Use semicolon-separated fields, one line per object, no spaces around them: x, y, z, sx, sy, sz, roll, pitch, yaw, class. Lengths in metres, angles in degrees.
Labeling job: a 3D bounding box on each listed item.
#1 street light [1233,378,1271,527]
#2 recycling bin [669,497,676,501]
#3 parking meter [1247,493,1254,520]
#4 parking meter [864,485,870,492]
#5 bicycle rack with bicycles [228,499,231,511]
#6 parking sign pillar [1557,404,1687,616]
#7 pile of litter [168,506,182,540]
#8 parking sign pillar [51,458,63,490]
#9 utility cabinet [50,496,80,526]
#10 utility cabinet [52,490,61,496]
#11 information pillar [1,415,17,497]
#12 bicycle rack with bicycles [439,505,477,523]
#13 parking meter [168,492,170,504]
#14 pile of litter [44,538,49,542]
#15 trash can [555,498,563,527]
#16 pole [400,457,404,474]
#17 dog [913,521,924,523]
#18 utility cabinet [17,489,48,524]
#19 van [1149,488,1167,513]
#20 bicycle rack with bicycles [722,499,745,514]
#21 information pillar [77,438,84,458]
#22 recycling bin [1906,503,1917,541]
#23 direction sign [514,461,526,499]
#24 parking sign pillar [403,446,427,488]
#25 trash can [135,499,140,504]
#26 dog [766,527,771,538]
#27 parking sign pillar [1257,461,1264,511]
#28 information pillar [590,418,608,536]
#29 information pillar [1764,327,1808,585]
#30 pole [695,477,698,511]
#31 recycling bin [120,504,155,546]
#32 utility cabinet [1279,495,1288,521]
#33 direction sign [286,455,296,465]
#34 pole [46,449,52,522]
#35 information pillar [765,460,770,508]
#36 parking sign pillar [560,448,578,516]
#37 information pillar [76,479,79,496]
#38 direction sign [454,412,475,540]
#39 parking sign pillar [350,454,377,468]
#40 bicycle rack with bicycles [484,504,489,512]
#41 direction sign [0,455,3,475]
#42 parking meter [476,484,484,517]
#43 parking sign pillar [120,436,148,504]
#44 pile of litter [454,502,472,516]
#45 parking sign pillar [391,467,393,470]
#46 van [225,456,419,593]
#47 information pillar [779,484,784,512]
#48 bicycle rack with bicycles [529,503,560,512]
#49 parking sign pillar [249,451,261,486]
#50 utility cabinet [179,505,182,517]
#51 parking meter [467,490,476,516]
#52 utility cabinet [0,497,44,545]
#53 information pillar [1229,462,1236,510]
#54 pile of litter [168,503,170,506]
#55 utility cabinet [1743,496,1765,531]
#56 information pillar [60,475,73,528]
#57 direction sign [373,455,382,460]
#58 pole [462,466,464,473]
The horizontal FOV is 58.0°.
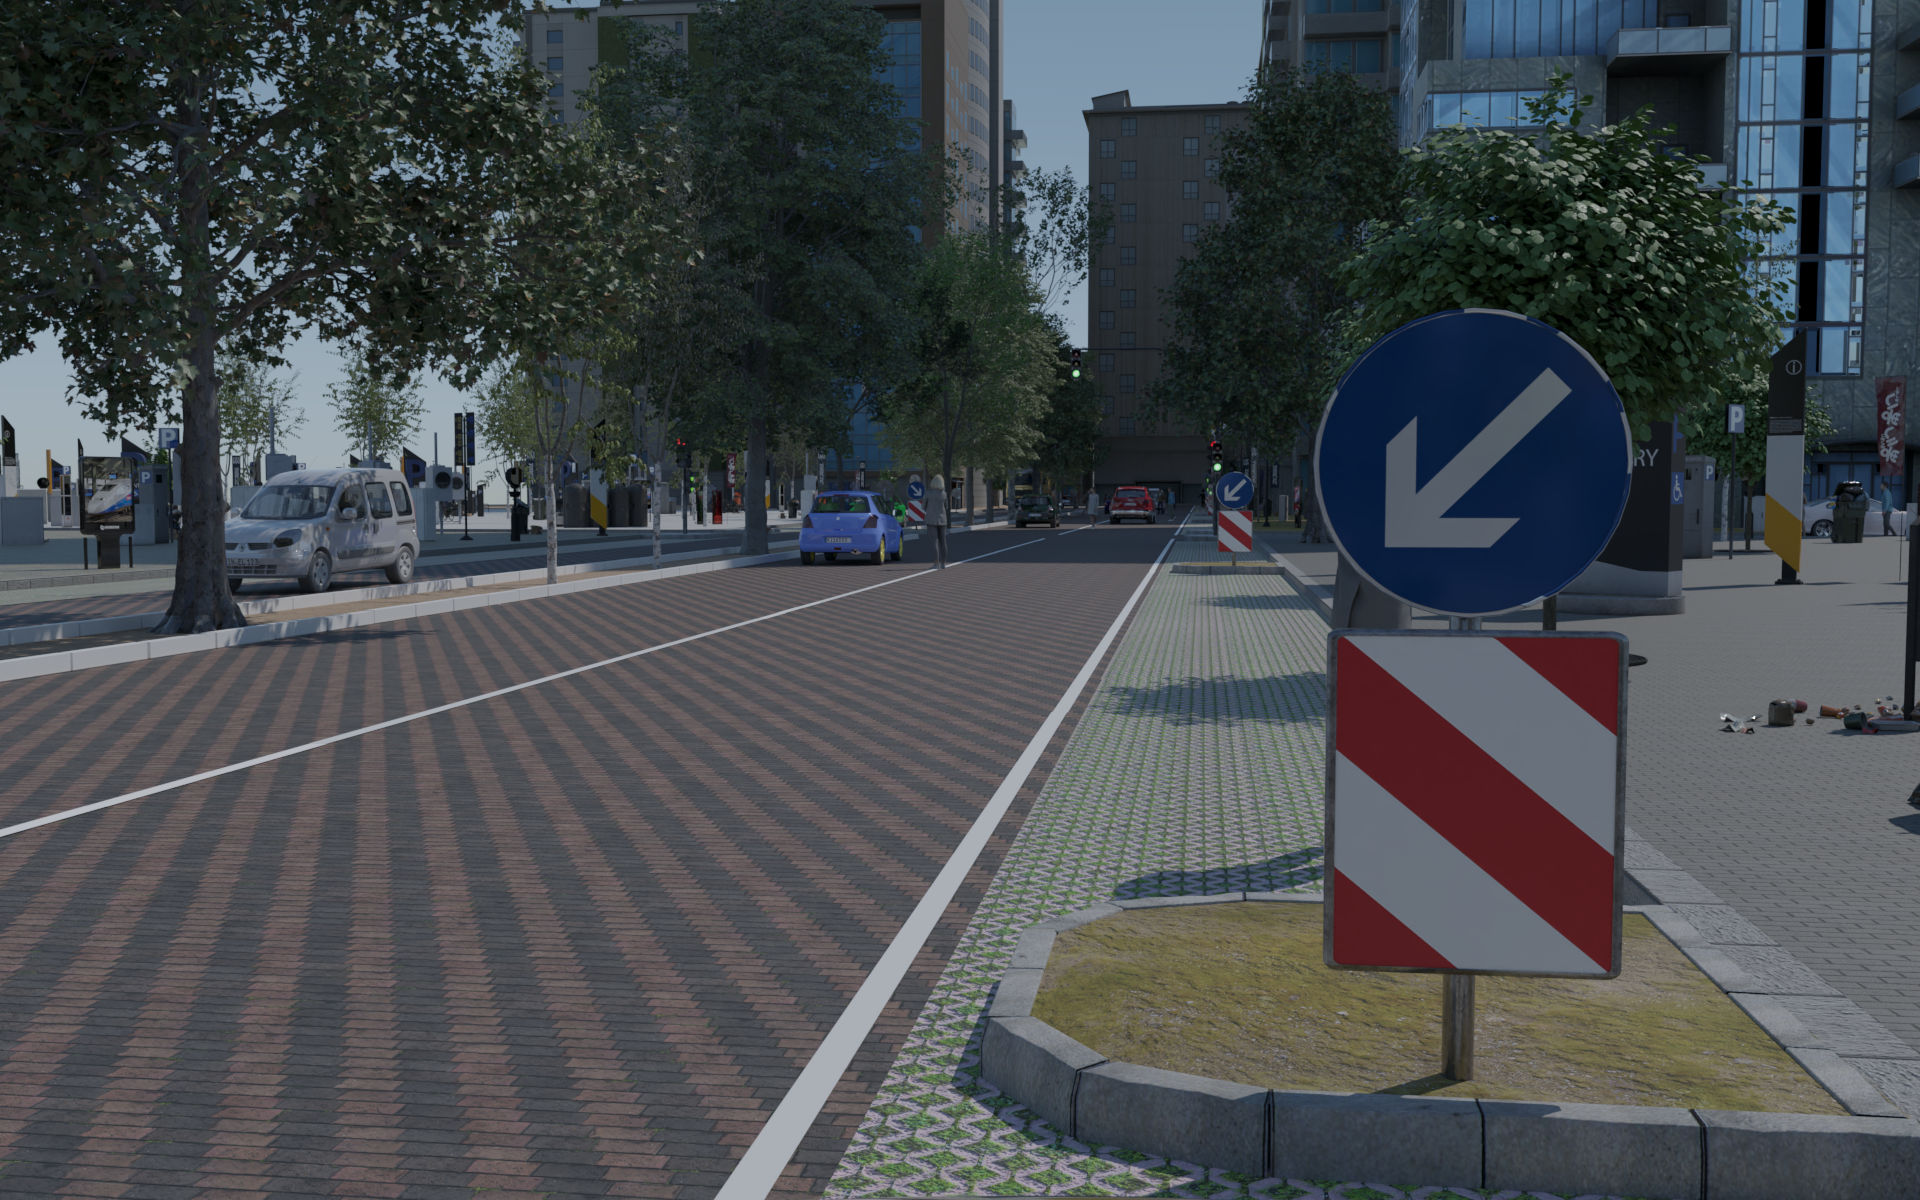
11.438;-5.811;67.556;1.470;5.913;1.316;0;4;8;street light
-23.622;-7.865;141.151;0.722;1.027;0.722;2;4;31;recycling bin
14.278;-4.857;85.123;0.255;1.863;0.399;0;4;-5;parking meter
-6.193;-6.703;115.297;0.399;1.863;0.255;-2;4;-27;parking meter
-54.306;-7.100;129.462;2.852;0.926;2.925;0;4;5;bicycle rack with bicycles
7.180;-1.859;18.868;1.447;3.967;1.447;3;5;43;parking sign pillar
-22.495;-2.151;49.133;1.719;0.858;1.176;3;5;42;pile of litter
-65.939;-8.459;126.769;1.447;3.967;1.447;0;4;-7;parking sign pillar
-35.556;-3.527;68.831;1.020;1.237;0.306;-1;4;-18;utility cabinet
-45.009;-4.741;86.199;1.173;1.500;0.318;2;4;29;utility cabinet
-28.277;-3.679;51.513;0.183;3.616;0.504;1;4;10;information pillar
-23.982;-4.008;78.916;2.925;0.926;2.852;1;4;13;bicycle rack with bicycles
-53.088;-6.746;116.007;0.399;1.863;0.255;3;5;42;parking meter
-24.994;-1.960;46.007;1.719;0.858;1.176;3;4;37;pile of litter
-15.664;-3.419;67.557;0.748;1.137;0.748;0;3;0;trash can
-30.311;-6.134;94.140;0.158;3.312;0.155;0;3;0;pole
-2.072;-4.072;86.771;0.550;0.427;0.748;0;4;1;dog
-38.764;-3.890;72.273;1.173;1.500;0.318;-1;4;-22;utility cabinet
14.623;-7.556;130.557;2.013;2.044;4.112;0;4;6;van
-14.406;-6.181;114.443;2.925;0.926;2.852;-1;4;-20;bicycle rack with bicycles
-36.971;-4.987;72.888;0.183;3.616;0.504;-1;4;-10;information pillar
26.582;-2.146;47.641;0.722;1.027;0.722;-1;4;-16;recycling bin
-29.954;-7.708;118.021;0.876;3.537;0.379;0;4;5;direction sign
-30.577;-6.658;97.335;1.447;3.967;1.447;-3;4;-36;parking sign pillar
-22.665;-2.200;47.630;0.748;1.137;0.748;0;3;0;trash can
-5.584;-1.797;48.664;0.540;0.507;0.406;-1;4;-9;dog
23.201;-8.910;134.157;1.447;3.967;1.447;1;4;18;parking sign pillar
-11.055;-3.771;53.011;0.504;3.616;0.183;-1;4;-16;information pillar
11.715;-2.031;24.554;0.504;3.616;0.183;3;4;36;information pillar
-20.249;-8.528;133.274;0.158;3.312;0.155;0;3;0;pole
-20.619;-1.873;43.175;0.722;1.027;0.722;1;4;21;recycling bin
15.431;-4.366;82.544;0.306;1.237;1.020;1;4;19;utility cabinet
-38.876;-6.636;100.497;0.379;3.537;0.876;2;4;35;direction sign
-41.640;-5.221;79.207;0.158;3.312;0.155;0;3;0;pole
-11.582;-6.835;103.111;0.504;3.616;0.183;0;4;-5;information pillar
-22.826;-6.903;101.336;1.447;3.967;1.447;-3;5;-41;parking sign pillar
-41.737;-4.753;82.203;0.304;2.012;0.304;-3;4;-36;information pillar
-13.742;-3.432;48.112;0.876;3.537;0.379;3;4;38;direction sign
-39.830;-7.739;115.011;1.447;3.967;1.447;0;4;-7;parking sign pillar
-34.085;-6.561;120.653;2.852;0.926;2.925;-2;4;-34;bicycle rack with bicycles
-55.586;-6.646;100.660;0.876;3.537;0.379;-1;4;-17;direction sign
-27.042;-5.620;97.594;0.399;1.863;0.255;-1;4;-14;parking meter
-38.145;-5.609;80.183;1.447;3.967;1.447;0;4;-4;parking sign pillar
-28.718;-5.252;99.838;1.176;0.858;1.719;-1;4;-20;pile of litter
-39.122;-7.903;117.694;1.447;3.967;1.447;-3;5;-41;parking sign pillar
-9.877;-1.192;26.495;2.013;2.044;4.112;1;4;9;van
-12.754;-7.297;123.802;0.304;2.012;0.304;-1;4;-20;information pillar
-29.386;-6.848;125.351;2.925;0.926;2.852;1;4;12;bicycle rack with bicycles
-41.985;-7.019;103.233;1.447;3.967;1.447;-1;4;-12;parking sign pillar
-43.427;-5.282;97.524;1.020;1.237;0.306;-3;5;-41;utility cabinet
-32.095;-6.468;114.155;0.372;1.533;0.369;0;3;0;parking meter
-23.841;-2.005;43.947;0.306;1.237;1.020;3;5;40;utility cabinet
19.237;-8.003;122.205;0.504;3.616;0.183;0;4;7;information pillar
-43.678;-4.968;95.189;1.719;0.858;1.176;-1;4;-15;pile of litter
27.459;-2.973;59.771;1.020;1.237;0.306;-3;4;-36;utility cabinet
-34.327;-3.794;66.521;0.304;2.012;0.304;3;5;43;information pillar
-33.446;-6.573;99.472;0.379;3.537;0.876;2;4;32;direction sign
-32.337;-7.277;112.822;0.158;3.312;0.155;0;3;0;pole
